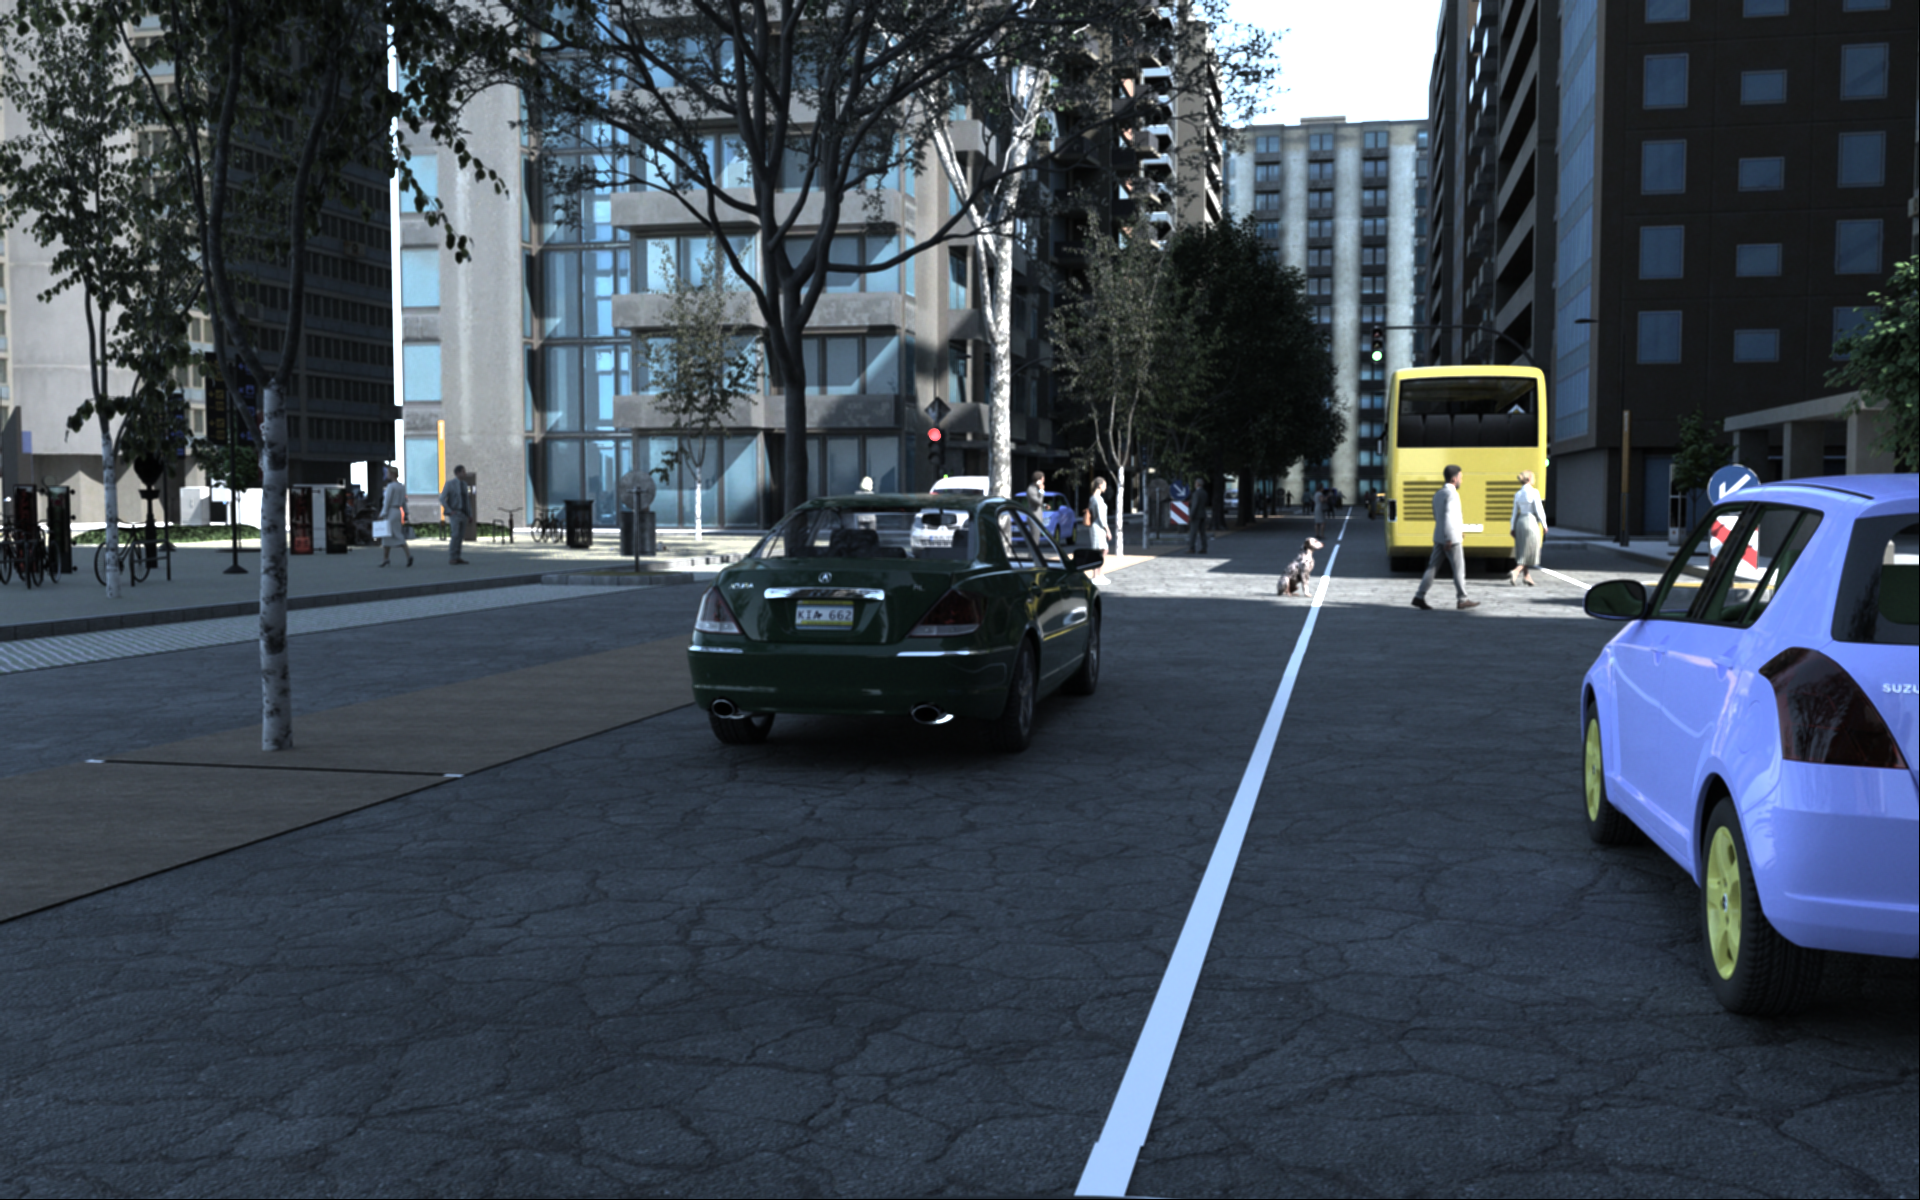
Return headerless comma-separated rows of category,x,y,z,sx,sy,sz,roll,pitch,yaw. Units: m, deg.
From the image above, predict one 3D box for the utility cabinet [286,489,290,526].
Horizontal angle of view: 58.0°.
utility cabinet,-27.145,-3.716,69.442,0.318,1.500,1.173,0,4,3

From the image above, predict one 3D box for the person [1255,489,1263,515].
person,20.464,-6.753,119.089,0.721,1.800,0.419,2,4,34

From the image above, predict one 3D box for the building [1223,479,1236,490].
building,16.308,-33.204,197.505,28.867,44.769,22.147,1,4,13

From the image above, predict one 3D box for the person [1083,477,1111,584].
person,2.207,-1.107,27.608,0.522,1.701,0.512,-1,4,-14

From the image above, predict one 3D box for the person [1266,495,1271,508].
person,30.897,-9.931,174.061,0.799,1.438,0.628,2,4,26

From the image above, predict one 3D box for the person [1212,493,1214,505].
person,15.013,-5.581,102.346,0.523,1.515,0.503,0,4,3

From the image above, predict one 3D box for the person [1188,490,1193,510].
person,14.575,-6.158,109.576,0.834,1.777,0.661,2,4,31

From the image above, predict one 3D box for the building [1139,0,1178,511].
building,8.081,-51.044,147.237,22.319,86.520,31.000,1,4,13

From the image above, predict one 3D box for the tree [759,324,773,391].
tree,-7.260,-5.985,48.219,4.360,8.622,3.978,0,3,0

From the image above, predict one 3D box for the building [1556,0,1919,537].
building,27.634,-24.835,56.165,14.200,45.320,14.600,1,4,13

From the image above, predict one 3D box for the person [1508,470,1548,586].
person,8.737,-1.105,26.801,0.641,1.798,0.478,-1,4,-22

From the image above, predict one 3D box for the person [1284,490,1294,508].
person,34.000,-10.438,179.291,1.348,1.807,0.705,3,5,44

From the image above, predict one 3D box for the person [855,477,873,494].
person,-2.038,-1.757,37.406,0.537,1.800,0.526,2,4,25

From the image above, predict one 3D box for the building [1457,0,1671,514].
building,46.471,-29.748,136.489,14.600,45.320,14.200,1,4,13

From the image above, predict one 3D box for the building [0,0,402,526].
building,-43.281,-23.943,83.344,23.993,40.220,32.217,1,4,13

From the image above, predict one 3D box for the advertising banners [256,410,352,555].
advertising banners,-13.941,-2.476,36.678,2.074,3.025,0.090,-3,5,-42

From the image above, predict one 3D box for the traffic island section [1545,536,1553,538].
traffic island section,17.327,-1.946,54.098,2.009,0.180,2.903,1,4,13

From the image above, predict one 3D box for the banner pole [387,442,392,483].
banner pole,-27.197,-5.667,82.669,0.401,3.779,0.863,-2,4,-27

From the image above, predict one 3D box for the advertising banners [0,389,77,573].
advertising banners,-15.235,-1.961,28.246,2.074,3.025,0.090,1,4,22

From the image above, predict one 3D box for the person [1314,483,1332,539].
person,11.501,-2.808,54.773,0.532,1.782,0.716,-1,4,-9

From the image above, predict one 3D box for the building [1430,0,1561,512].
building,53.276,-32.394,153.347,21.300,48.544,21.600,1,4,13

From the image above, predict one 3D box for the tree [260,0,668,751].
tree,-3.775,-3.476,9.652,4.360,8.622,3.978,0,3,0

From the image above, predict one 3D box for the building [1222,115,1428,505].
building,46.169,-36.841,221.953,30.456,49.044,23.786,1,4,13

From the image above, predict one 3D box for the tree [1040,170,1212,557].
tree,3.662,-5.300,39.471,4.360,8.622,3.978,0,3,0

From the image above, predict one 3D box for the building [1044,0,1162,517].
building,1.034,-27.942,111.470,22.147,44.769,28.867,1,4,13

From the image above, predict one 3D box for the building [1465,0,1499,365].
building,44.000,-29.917,108.743,23.786,49.044,30.456,1,4,13

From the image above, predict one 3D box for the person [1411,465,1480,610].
person,6.032,-0.778,21.501,0.850,1.792,0.678,-1,4,-11

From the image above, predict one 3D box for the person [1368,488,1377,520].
person,22.741,-5.304,95.582,0.532,1.782,0.716,1,4,10

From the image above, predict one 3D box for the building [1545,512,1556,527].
building,35.156,-27.576,74.572,21.300,48.544,21.600,1,4,13

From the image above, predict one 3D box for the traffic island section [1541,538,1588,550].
traffic island section,15.548,-1.470,46.313,2.009,0.180,2.903,1,4,13

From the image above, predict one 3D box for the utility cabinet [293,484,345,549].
utility cabinet,-14.807,-1.920,40.077,1.173,1.500,0.318,1,4,15

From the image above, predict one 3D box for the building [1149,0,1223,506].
building,14.700,-33.646,173.814,21.300,48.544,21.600,1,4,13

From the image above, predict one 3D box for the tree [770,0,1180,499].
tree,-0.325,-10.510,30.187,12.611,20.169,13.585,0,3,0

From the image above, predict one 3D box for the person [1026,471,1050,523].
person,1.448,-1.449,31.995,0.447,1.846,0.655,0,4,4

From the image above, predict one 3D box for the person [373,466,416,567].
person,-9.962,-1.476,30.521,0.624,1.780,0.694,2,4,31

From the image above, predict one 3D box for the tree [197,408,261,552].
tree,-16.223,-2.693,38.626,1.663,3.219,1.824,0,3,0

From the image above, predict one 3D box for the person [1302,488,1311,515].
person,23.374,-6.628,116.889,0.660,1.820,0.620,1,4,18

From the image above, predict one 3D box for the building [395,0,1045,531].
building,-8.375,-27.775,73.735,23.786,49.044,30.456,1,4,13

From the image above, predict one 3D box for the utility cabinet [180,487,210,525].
utility cabinet,-23.963,-2.786,54.234,1.173,1.500,0.318,3,4,36

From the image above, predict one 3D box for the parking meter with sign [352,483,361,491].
parking meter with sign,-42.234,-7.640,121.175,1.738,3.016,0.543,-1,4,-20

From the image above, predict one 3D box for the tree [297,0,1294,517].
tree,-1.706,-6.403,17.513,12.009,13.543,11.850,0,3,0

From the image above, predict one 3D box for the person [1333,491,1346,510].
person,33.845,-8.875,154.333,1.217,1.736,0.721,1,4,17

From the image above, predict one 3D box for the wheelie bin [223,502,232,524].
wheelie bin,-29.095,-3.773,69.596,0.980,1.594,0.693,-3,5,-42

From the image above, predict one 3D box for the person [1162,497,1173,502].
person,13.704,-6.451,114.320,0.623,1.781,0.721,-2,4,-32

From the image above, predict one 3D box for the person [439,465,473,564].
person,-9.242,-1.572,31.847,0.391,1.810,0.635,1,4,20

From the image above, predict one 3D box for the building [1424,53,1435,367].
building,53.584,-31.917,171.960,14.600,45.320,14.200,1,4,13

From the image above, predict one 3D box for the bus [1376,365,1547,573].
bus,9.783,-2.628,34.517,2.896,3.916,12.252,1,4,13

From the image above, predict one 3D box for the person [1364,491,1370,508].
person,40.795,-10.082,174.061,0.721,1.743,1.217,-2,4,-26

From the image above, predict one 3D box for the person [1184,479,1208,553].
person,5.709,-2.037,41.986,0.590,1.801,0.661,3,4,38

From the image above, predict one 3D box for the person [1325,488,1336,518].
person,22.160,-5.803,103.550,0.661,1.801,0.590,0,4,5

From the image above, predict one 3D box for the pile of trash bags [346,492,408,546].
pile of trash bags,-14.941,-2.085,43.848,1.912,1.369,3.447,1,4,9

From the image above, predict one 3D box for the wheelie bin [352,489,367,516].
wheelie bin,-38.031,-6.174,108.844,0.693,1.594,0.980,2,4,34

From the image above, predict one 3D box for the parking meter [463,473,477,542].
parking meter,-13.273,-2.518,46.876,0.255,1.863,0.399,0,4,5

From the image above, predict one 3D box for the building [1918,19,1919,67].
building,31.851,-20.643,29.397,32.217,40.220,23.993,1,4,13
